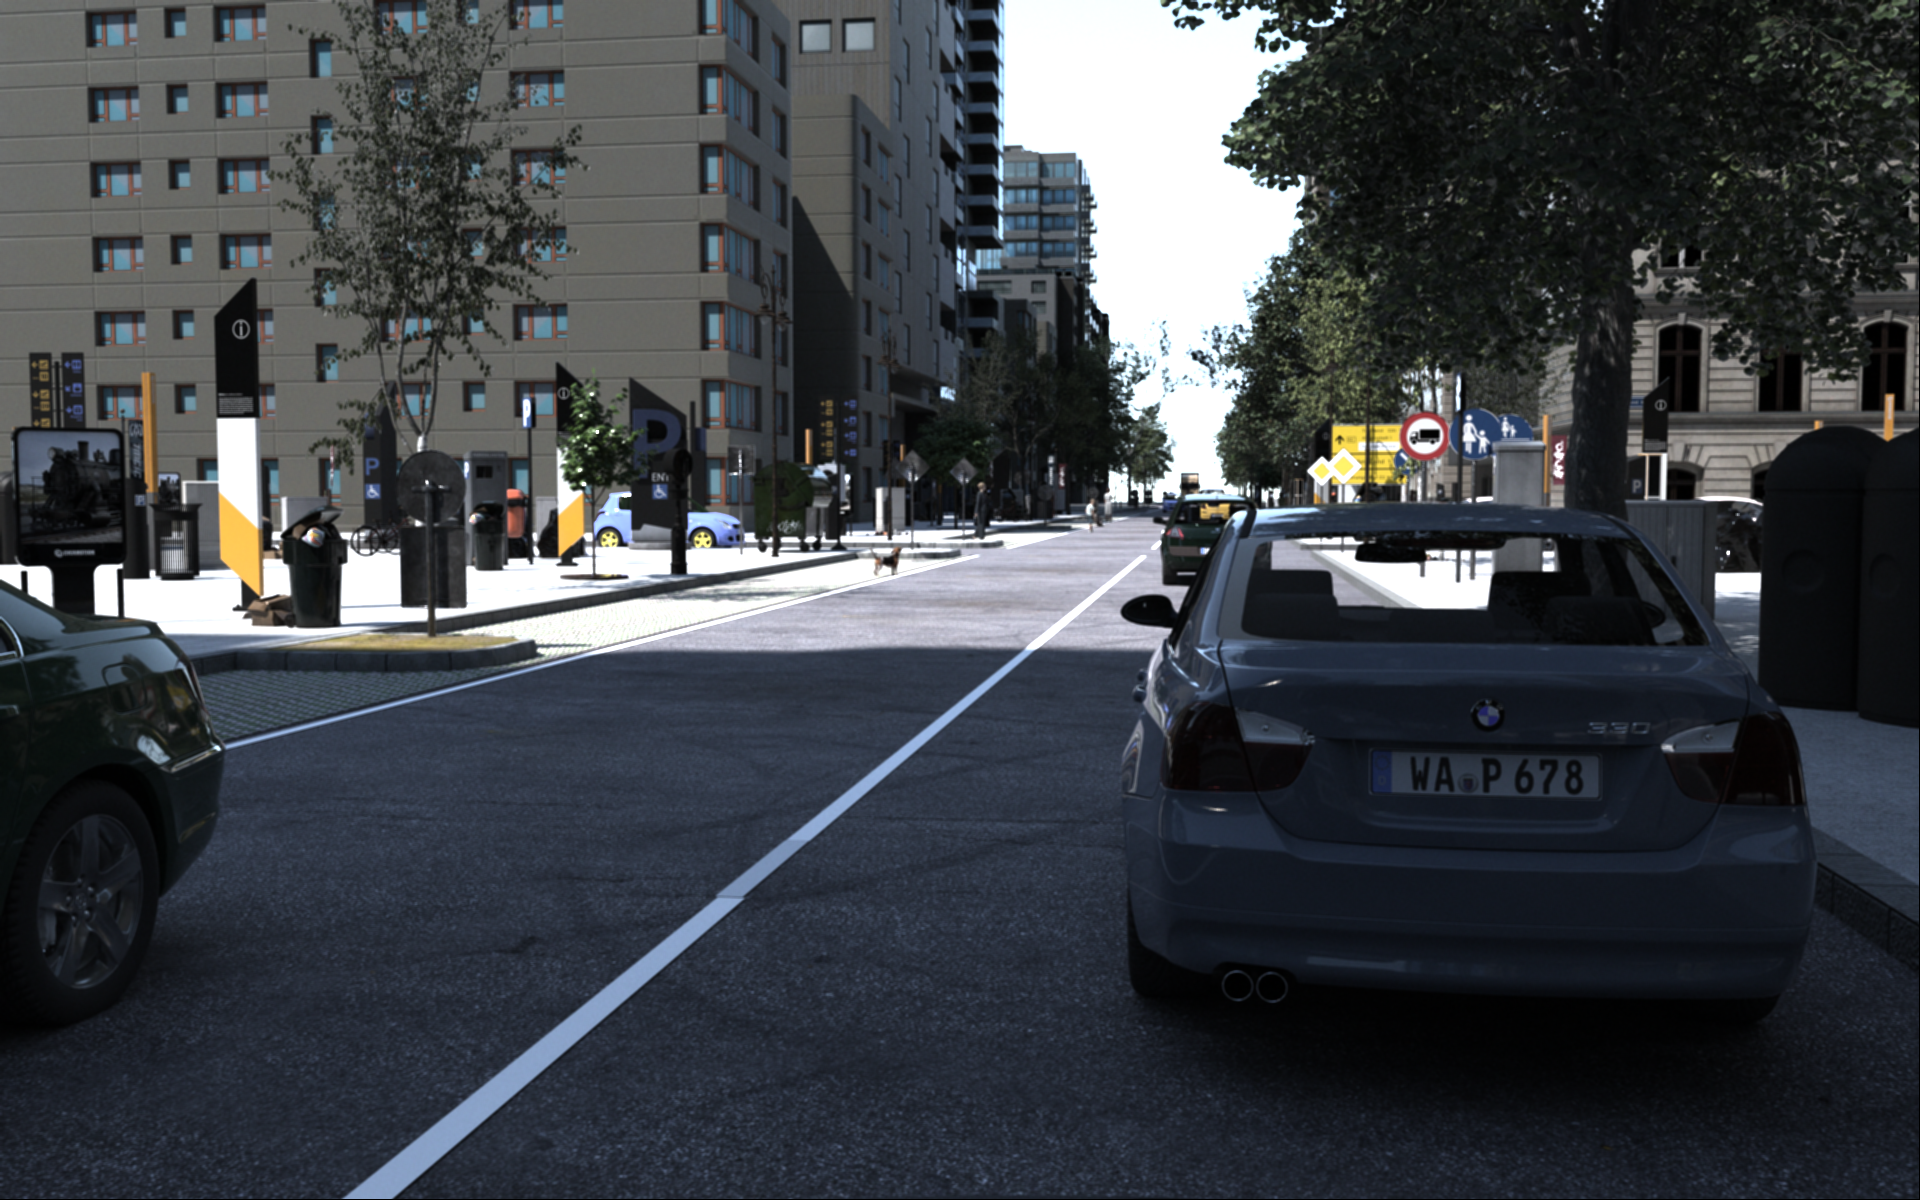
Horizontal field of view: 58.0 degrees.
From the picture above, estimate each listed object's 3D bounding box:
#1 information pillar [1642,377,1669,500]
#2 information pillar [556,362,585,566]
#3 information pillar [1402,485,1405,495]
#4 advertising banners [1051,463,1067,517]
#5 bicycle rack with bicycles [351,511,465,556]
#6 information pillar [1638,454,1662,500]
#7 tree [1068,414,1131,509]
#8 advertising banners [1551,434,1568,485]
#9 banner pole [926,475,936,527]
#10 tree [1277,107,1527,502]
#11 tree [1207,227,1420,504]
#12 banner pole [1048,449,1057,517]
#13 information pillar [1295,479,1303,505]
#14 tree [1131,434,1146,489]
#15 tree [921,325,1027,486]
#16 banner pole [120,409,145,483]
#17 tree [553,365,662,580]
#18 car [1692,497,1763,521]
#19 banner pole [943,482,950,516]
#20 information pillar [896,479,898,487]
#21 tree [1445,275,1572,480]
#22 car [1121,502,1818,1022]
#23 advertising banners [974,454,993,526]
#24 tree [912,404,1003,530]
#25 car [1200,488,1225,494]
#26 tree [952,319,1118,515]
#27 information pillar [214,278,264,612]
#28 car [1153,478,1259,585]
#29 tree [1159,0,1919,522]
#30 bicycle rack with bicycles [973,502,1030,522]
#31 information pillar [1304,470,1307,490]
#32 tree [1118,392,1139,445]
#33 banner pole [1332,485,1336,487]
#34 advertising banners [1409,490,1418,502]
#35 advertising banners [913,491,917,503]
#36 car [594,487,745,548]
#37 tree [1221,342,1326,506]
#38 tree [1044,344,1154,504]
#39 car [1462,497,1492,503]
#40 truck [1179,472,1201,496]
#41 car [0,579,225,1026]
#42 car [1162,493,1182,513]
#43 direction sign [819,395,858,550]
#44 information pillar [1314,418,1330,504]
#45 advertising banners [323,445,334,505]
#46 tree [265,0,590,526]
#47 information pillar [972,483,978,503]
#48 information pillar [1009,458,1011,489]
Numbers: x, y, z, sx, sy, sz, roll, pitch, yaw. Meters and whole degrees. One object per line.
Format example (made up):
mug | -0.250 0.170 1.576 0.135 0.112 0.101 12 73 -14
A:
information pillar | 14.003 -2.663 34.897 0.504 3.616 0.183 1 4 8
information pillar | -6.904 -2.404 30.662 0.504 3.616 0.183 1 4 10
information pillar | 21.993 -5.781 85.876 0.183 3.616 0.504 0 4 3
advertising banners | 5.066 -6.234 98.112 2.074 3.025 0.090 -1 4 -9
bicycle rack with bicycles | -11.654 -1.451 37.103 2.925 0.926 2.852 -2 4 -26
information pillar | 12.657 -1.672 31.824 0.304 2.012 0.304 -1 4 -11
tree | 10.777 -11.591 139.882 4.737 8.622 4.395 0 3 0
advertising banners | 18.209 -3.325 50.544 2.074 3.025 0.090 3 4 38
banner pole | -1.207 -4.810 68.658 0.401 3.779 0.863 -1 4 -22
tree | 8.122 -4.944 31.190 4.737 8.622 4.395 0 3 0
tree | 15.069 -9.565 73.401 9.611 12.733 9.660 0 3 0
banner pole | 5.162 -6.493 96.175 0.401 3.779 0.863 -3 5 -42
information pillar | 16.786 -4.975 85.828 0.304 2.012 0.304 -1 4 -19
tree | 13.829 -12.325 151.880 4.737 8.622 4.395 0 3 0
tree | 0.767 -7.631 75.135 4.360 8.622 3.978 0 3 0
banner pole | -24.466 -3.742 51.193 0.401 3.779 0.863 3 5 41
tree | -5.557 -1.924 26.065 1.663 3.219 1.824 0 3 0
car | 17.900 -1.683 39.874 4.827 1.381 2.083 1 4 10
banner pole | -1.010 -6.943 103.542 0.863 3.779 0.401 1 4 21
information pillar | -2.925 -4.763 82.362 0.304 2.012 0.304 1 4 16
tree | 17.197 -6.393 54.881 4.360 8.622 3.978 0 3 0
car | 1.541 0.361 6.094 2.014 1.417 4.499 1 4 9
advertising banners | 1.004 -4.559 70.727 0.090 3.025 2.074 2 4 24
tree | -0.076 -4.847 62.969 4.285 4.588 4.351 0 3 0
car | 16.623 -6.446 114.062 2.281 1.827 5.304 0 4 8
tree | 3.492 -9.602 91.405 8.767 10.594 7.601 1 4 10
information pillar | -7.854 -1.685 18.902 0.504 3.616 0.183 1 4 12
car | 4.193 -1.150 28.590 2.009 1.686 4.222 0 4 7
tree | 5.375 -6.589 14.386 9.857 13.997 8.962 0 3 0
bicycle rack with bicycles | 2.073 -4.088 80.226 2.925 0.926 2.852 -3 4 -38
information pillar | 23.788 -7.850 119.703 0.183 3.616 0.504 -2 4 -27
tree | 6.615 -10.445 105.186 8.767 10.594 7.601 0 4 -2
banner pole | 14.278 -4.649 66.032 0.401 3.779 0.863 -1 4 -20
advertising banners | 16.692 -4.142 63.909 0.090 3.025 2.074 2 4 26
advertising banners | -2.459 -5.800 91.025 2.074 3.025 0.090 1 4 18
car | -7.182 -2.039 42.921 3.694 1.707 1.945 1 4 9
tree | 19.407 -10.420 104.784 8.767 10.594 7.601 3 4 37
tree | 9.954 -13.055 131.575 7.486 12.596 7.792 0 3 0
car | 12.334 -1.773 41.350 4.827 1.381 2.083 0 4 8
truck | 30.106 -14.549 226.787 2.839 4.237 11.283 0 4 8
car | -3.414 0.509 3.480 2.131 1.459 4.920 0 4 6
car | 16.654 -7.648 134.635 1.945 1.707 3.694 1 4 8
direction sign | -2.786 -2.921 39.756 0.876 3.537 0.379 0 4 3
information pillar | 11.192 -3.799 53.468 0.504 3.616 0.183 -1 4 -17
advertising banners | -20.574 -3.687 56.465 0.090 3.025 2.074 -2 4 -27
tree | -6.874 -4.388 22.105 4.360 8.622 3.978 0 3 0
information pillar | 0.943 -6.431 109.640 0.304 2.012 0.304 -3 5 -44
information pillar | 3.228 -7.404 112.408 0.183 3.616 0.504 1 4 8
